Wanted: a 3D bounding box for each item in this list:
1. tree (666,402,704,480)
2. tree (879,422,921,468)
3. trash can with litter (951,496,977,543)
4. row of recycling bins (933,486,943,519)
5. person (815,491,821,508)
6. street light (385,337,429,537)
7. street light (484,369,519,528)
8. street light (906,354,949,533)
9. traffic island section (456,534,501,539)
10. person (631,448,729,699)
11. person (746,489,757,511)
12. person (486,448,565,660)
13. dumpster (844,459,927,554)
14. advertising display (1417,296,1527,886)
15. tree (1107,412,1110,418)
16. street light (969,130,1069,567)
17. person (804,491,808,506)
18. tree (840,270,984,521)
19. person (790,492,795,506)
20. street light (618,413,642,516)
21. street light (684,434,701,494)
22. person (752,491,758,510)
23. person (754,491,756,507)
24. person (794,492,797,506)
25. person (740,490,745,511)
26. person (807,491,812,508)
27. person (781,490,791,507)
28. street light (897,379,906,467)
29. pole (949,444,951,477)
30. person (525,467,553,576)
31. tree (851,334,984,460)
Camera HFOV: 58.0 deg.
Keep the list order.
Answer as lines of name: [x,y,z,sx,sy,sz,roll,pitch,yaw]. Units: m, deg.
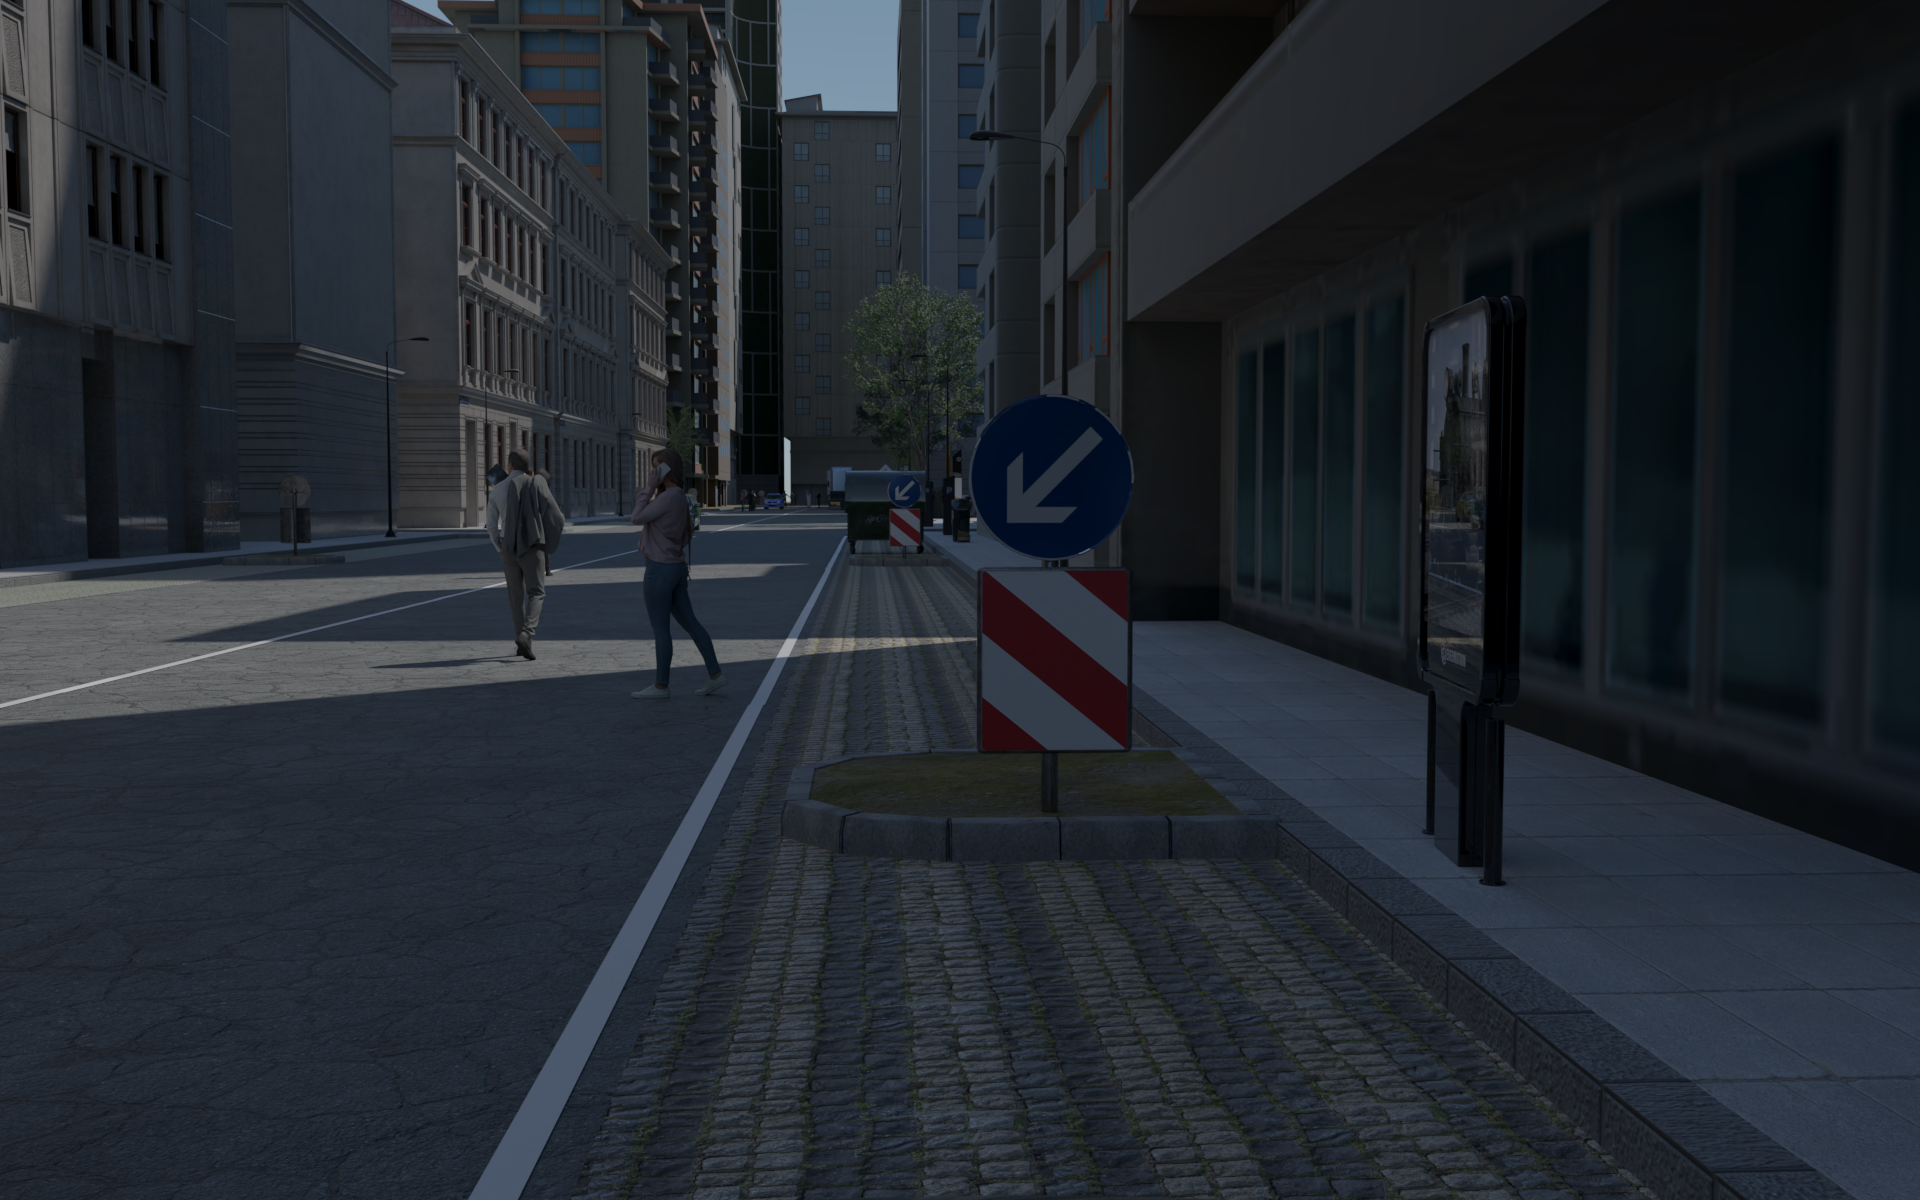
tree: [-22.413,-11.451,137.582,4.737,8.622,4.395,0,3,0]
tree: [-4.723,-11.916,145.185,4.737,8.622,4.395,0,3,0]
trash can with litter: [0.113,-2.125,46.132,0.624,1.170,1.055,-1,4,-10]
row of recycling bins: [-0.962,-5.139,91.133,1.069,1.692,3.534,-2,4,-26]
person: [-14.485,-10.267,176.881,0.721,1.766,1.217,2,4,28]
street light: [-16.368,-4.815,51.267,1.470,5.913,1.316,0,4,-3]
street light: [-17.085,-5.627,64.535,1.470,5.913,1.316,0,4,-3]
street light: [-0.953,-5.197,57.504,1.470,5.913,1.316,0,4,-3]
traffic island section: [-15.212,-2.116,56.882,2.009,0.180,2.903,0,4,-3]
person: [-1.978,-0.189,12.183,0.643,1.750,0.593,0,4,7]
person: [-17.525,-8.360,145.212,1.348,1.821,0.705,3,4,38]
person: [-3.790,-0.400,15.136,0.679,1.850,0.850,0,4,-4]
dumpster: [-1.771,-2.226,41.347,1.985,2.255,1.502,0,4,-2]
advertising display: [1.773,-0.053,6.073,0.123,1.923,0.974,0,4,3]
tree: [2.772,-1.724,22.795,1.663,3.219,1.824,0,3,0]
street light: [0.814,-3.044,22.313,1.470,5.913,1.316,0,4,-3]
person: [-18.197,-12.047,205.550,0.705,1.814,1.350,-2,4,-25]
tree: [-1.882,-9.541,81.745,9.928,11.665,9.643,0,3,0]
person: [-19.449,-11.707,200.822,0.541,1.710,0.530,0,4,1]
street light: [-18.923,-7.752,99.293,1.470,5.913,1.316,0,4,-3]
street light: [-20.773,-9.885,134.167,1.470,5.913,1.316,0,4,-3]
person: [-18.009,-8.679,151.127,0.721,1.736,1.217,2,4,30]
person: [-20.802,-10.185,175.735,0.721,1.736,1.217,-2,4,-27]
person: [-20.679,-12.663,217.011,0.415,1.643,0.593,-1,4,-8]
person: [-18.012,-8.169,142.781,0.721,1.743,1.217,0,4,-6]
person: [-15.103,-10.061,173.663,0.551,1.740,0.621,0,4,7]
person: [-18.678,-10.781,184.749,1.348,1.826,0.705,-2,4,-26]
street light: [-1.818,-5.955,69.903,1.470,5.913,1.316,0,4,-3]
pole: [-0.471,-4.667,70.141,0.158,3.312,0.155,0,3,0]
person: [-7.441,-1.364,30.172,0.648,1.900,0.474,-1,4,-11]
tree: [-2.365,-10.091,99.401,8.767,10.594,7.601,1,4,10]
